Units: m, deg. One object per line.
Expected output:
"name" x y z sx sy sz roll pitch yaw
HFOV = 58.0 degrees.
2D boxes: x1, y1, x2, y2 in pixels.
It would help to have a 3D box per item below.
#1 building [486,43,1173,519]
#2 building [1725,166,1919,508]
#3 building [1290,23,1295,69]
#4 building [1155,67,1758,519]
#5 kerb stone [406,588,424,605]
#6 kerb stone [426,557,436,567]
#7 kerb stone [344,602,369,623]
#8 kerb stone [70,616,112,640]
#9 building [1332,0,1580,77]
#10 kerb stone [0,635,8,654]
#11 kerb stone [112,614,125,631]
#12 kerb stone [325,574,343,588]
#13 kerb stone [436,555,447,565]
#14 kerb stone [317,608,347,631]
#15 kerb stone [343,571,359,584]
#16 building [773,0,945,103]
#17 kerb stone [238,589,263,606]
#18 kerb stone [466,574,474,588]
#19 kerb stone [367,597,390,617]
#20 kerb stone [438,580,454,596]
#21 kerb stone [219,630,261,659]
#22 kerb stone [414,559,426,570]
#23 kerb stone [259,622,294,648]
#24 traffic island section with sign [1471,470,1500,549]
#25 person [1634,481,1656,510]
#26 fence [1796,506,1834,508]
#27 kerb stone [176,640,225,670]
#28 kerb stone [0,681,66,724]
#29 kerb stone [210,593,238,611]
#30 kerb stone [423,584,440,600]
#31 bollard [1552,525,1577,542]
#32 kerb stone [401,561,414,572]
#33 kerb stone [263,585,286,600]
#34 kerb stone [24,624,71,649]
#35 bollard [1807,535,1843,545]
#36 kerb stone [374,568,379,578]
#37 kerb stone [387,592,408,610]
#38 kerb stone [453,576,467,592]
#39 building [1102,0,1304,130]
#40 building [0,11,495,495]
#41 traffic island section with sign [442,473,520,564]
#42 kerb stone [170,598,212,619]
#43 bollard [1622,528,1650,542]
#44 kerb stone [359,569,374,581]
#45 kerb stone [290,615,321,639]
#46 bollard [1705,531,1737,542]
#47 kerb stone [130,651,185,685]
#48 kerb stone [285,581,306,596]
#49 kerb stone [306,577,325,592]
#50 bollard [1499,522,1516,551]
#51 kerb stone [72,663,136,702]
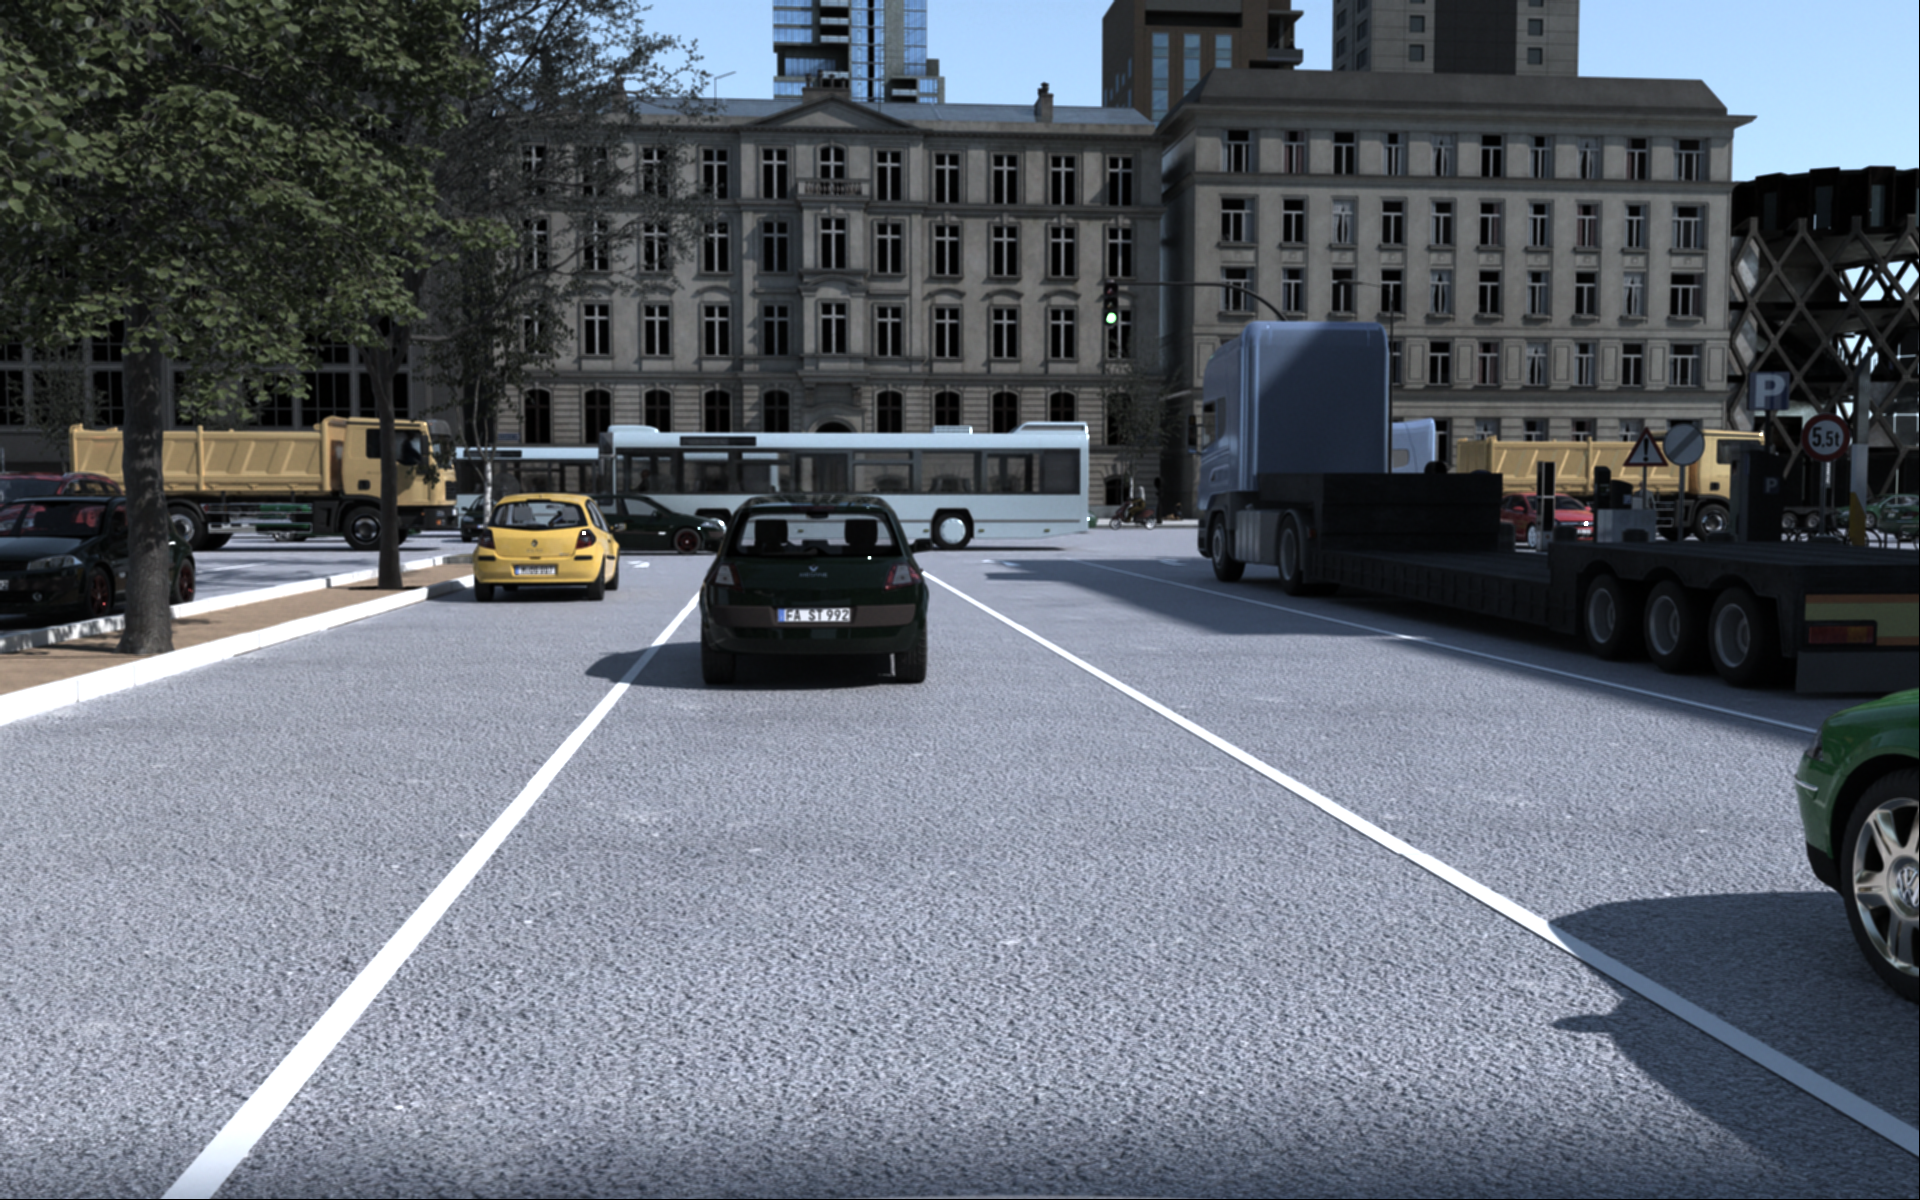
"building" -6.950 -16.727 92.577 34.723 24.649 14.460 0 4 -6
"building" 48.542 -14.154 98.873 16.811 18.784 16.820 0 4 -6
"building" 39.218 -50.223 259.396 20.611 71.187 20.563 0 4 -6
"building" 25.253 -16.075 96.118 30.059 22.955 16.112 0 4 -6
"kerb stone" -7.219 -0.030 22.687 0.120 0.150 1.000 0 4 -6
"kerb stone" -10.440 -0.707 33.818 0.120 0.150 1.000 0 4 -6
"kerb stone" -6.908 0.158 19.621 0.120 0.150 1.000 0 4 -6
"kerb stone" -8.795 0.296 17.392 0.120 0.150 1.000 0 4 -6
"building" 48.124 -45.097 175.582 20.611 71.187 20.563 0 4 -6
"kerb stone" -8.587 0.420 15.328 0.120 0.150 1.000 0 4 -6
"kerb stone" -8.900 0.231 18.414 0.120 0.150 1.000 0 4 -6
"kerb stone" -9.714 -0.271 26.621 0.120 0.150 1.000 0 4 -6
"kerb stone" -10.541 -0.774 34.849 0.120 0.150 1.000 0 4 -6
"kerb stone" -6.797 0.221 18.586 0.120 0.150 1.000 0 4 -6
"kerb stone" -9.819 -0.332 27.645 0.120 0.150 1.000 0 4 -6
"building" -15.498 -57.587 254.214 31.000 86.520 22.319 0 4 -6
"kerb stone" -9.310 -0.015 22.521 0.120 0.150 1.000 0 4 -6
"kerb stone" -7.622 -0.282 26.801 0.120 0.150 1.000 0 4 -6
"kerb stone" -7.001 0.095 20.644 0.120 0.150 1.000 0 4 -6
"kerb stone" -7.427 -0.155 24.749 0.120 0.150 1.000 0 4 -6
"kerb stone" -6.496 0.409 15.505 0.120 0.150 1.000 0 4 -6
"kerb stone" -10.335 -0.648 32.796 0.120 0.150 1.000 0 4 -6
"kerb stone" -6.593 0.351 16.539 0.120 0.150 1.000 0 4 -6
"traffic island section with sign" 8.343 -1.254 29.130 1.989 1.847 2.006 0 4 -6
"person" 19.515 -2.497 49.509 0.661 1.801 0.590 2 4 35
"fence" 43.252 -4.421 87.658 0.278 0.683 2.069 -2 4 -33
"kerb stone" -6.394 0.472 14.483 0.120 0.150 1.000 0 4 -6
"kerb stone" -6.087 0.660 11.411 0.120 0.150 1.000 0 4 -6
"kerb stone" -9.209 0.043 21.497 0.120 0.150 1.000 0 4 -6
"kerb stone" -7.319 -0.088 23.714 0.120 0.150 1.000 0 4 -6
"bollard" 10.084 -0.867 28.897 0.404 0.777 0.398 0 3 0
"kerb stone" -10.234 -0.585 31.765 0.120 0.150 1.000 0 4 -6
"kerb stone" -9.411 -0.076 23.546 0.120 0.150 1.000 0 4 -6
"kerb stone" -8.689 0.357 16.356 0.120 0.150 1.000 0 4 -6
"bollard" 10.806 -0.424 21.650 0.404 0.777 0.398 0 3 0
"kerb stone" -10.025 -0.455 29.707 0.120 0.150 1.000 0 4 -6
"kerb stone" -7.109 0.032 21.666 0.120 0.150 1.000 0 4 -6
"kerb stone" -7.523 -0.219 25.779 0.120 0.150 1.000 0 4 -6
"building" 20.179 -30.464 148.202 14.600 45.320 14.200 0 4 -6
"building" -37.108 -18.056 88.717 24.014 27.812 14.314 0 4 -6
"traffic island section with sign" -9.624 -1.716 36.200 2.006 1.907 1.989 0 4 -6
"kerb stone" -9.104 0.114 20.471 0.120 0.150 1.000 0 4 -6
"bollard" 10.325 -0.719 26.479 0.404 0.777 0.398 0 3 0
"kerb stone" -9.919 -0.396 28.670 0.120 0.150 1.000 0 4 -6
"kerb stone" -6.700 0.283 17.561 0.120 0.150 1.000 0 4 -6
"bollard" 10.567 -0.572 24.070 0.404 0.777 0.398 0 3 0
"kerb stone" -6.284 0.534 13.461 0.120 0.150 1.000 0 4 -6
"kerb stone" -9.511 -0.145 24.572 0.120 0.150 1.000 0 4 -6
"kerb stone" -9.614 -0.208 25.594 0.120 0.150 1.000 0 4 -6
"bollard" 9.839 -1.016 31.326 0.404 0.777 0.398 0 3 0
"kerb stone" -6.186 0.598 12.439 0.120 0.150 1.000 0 4 -6
